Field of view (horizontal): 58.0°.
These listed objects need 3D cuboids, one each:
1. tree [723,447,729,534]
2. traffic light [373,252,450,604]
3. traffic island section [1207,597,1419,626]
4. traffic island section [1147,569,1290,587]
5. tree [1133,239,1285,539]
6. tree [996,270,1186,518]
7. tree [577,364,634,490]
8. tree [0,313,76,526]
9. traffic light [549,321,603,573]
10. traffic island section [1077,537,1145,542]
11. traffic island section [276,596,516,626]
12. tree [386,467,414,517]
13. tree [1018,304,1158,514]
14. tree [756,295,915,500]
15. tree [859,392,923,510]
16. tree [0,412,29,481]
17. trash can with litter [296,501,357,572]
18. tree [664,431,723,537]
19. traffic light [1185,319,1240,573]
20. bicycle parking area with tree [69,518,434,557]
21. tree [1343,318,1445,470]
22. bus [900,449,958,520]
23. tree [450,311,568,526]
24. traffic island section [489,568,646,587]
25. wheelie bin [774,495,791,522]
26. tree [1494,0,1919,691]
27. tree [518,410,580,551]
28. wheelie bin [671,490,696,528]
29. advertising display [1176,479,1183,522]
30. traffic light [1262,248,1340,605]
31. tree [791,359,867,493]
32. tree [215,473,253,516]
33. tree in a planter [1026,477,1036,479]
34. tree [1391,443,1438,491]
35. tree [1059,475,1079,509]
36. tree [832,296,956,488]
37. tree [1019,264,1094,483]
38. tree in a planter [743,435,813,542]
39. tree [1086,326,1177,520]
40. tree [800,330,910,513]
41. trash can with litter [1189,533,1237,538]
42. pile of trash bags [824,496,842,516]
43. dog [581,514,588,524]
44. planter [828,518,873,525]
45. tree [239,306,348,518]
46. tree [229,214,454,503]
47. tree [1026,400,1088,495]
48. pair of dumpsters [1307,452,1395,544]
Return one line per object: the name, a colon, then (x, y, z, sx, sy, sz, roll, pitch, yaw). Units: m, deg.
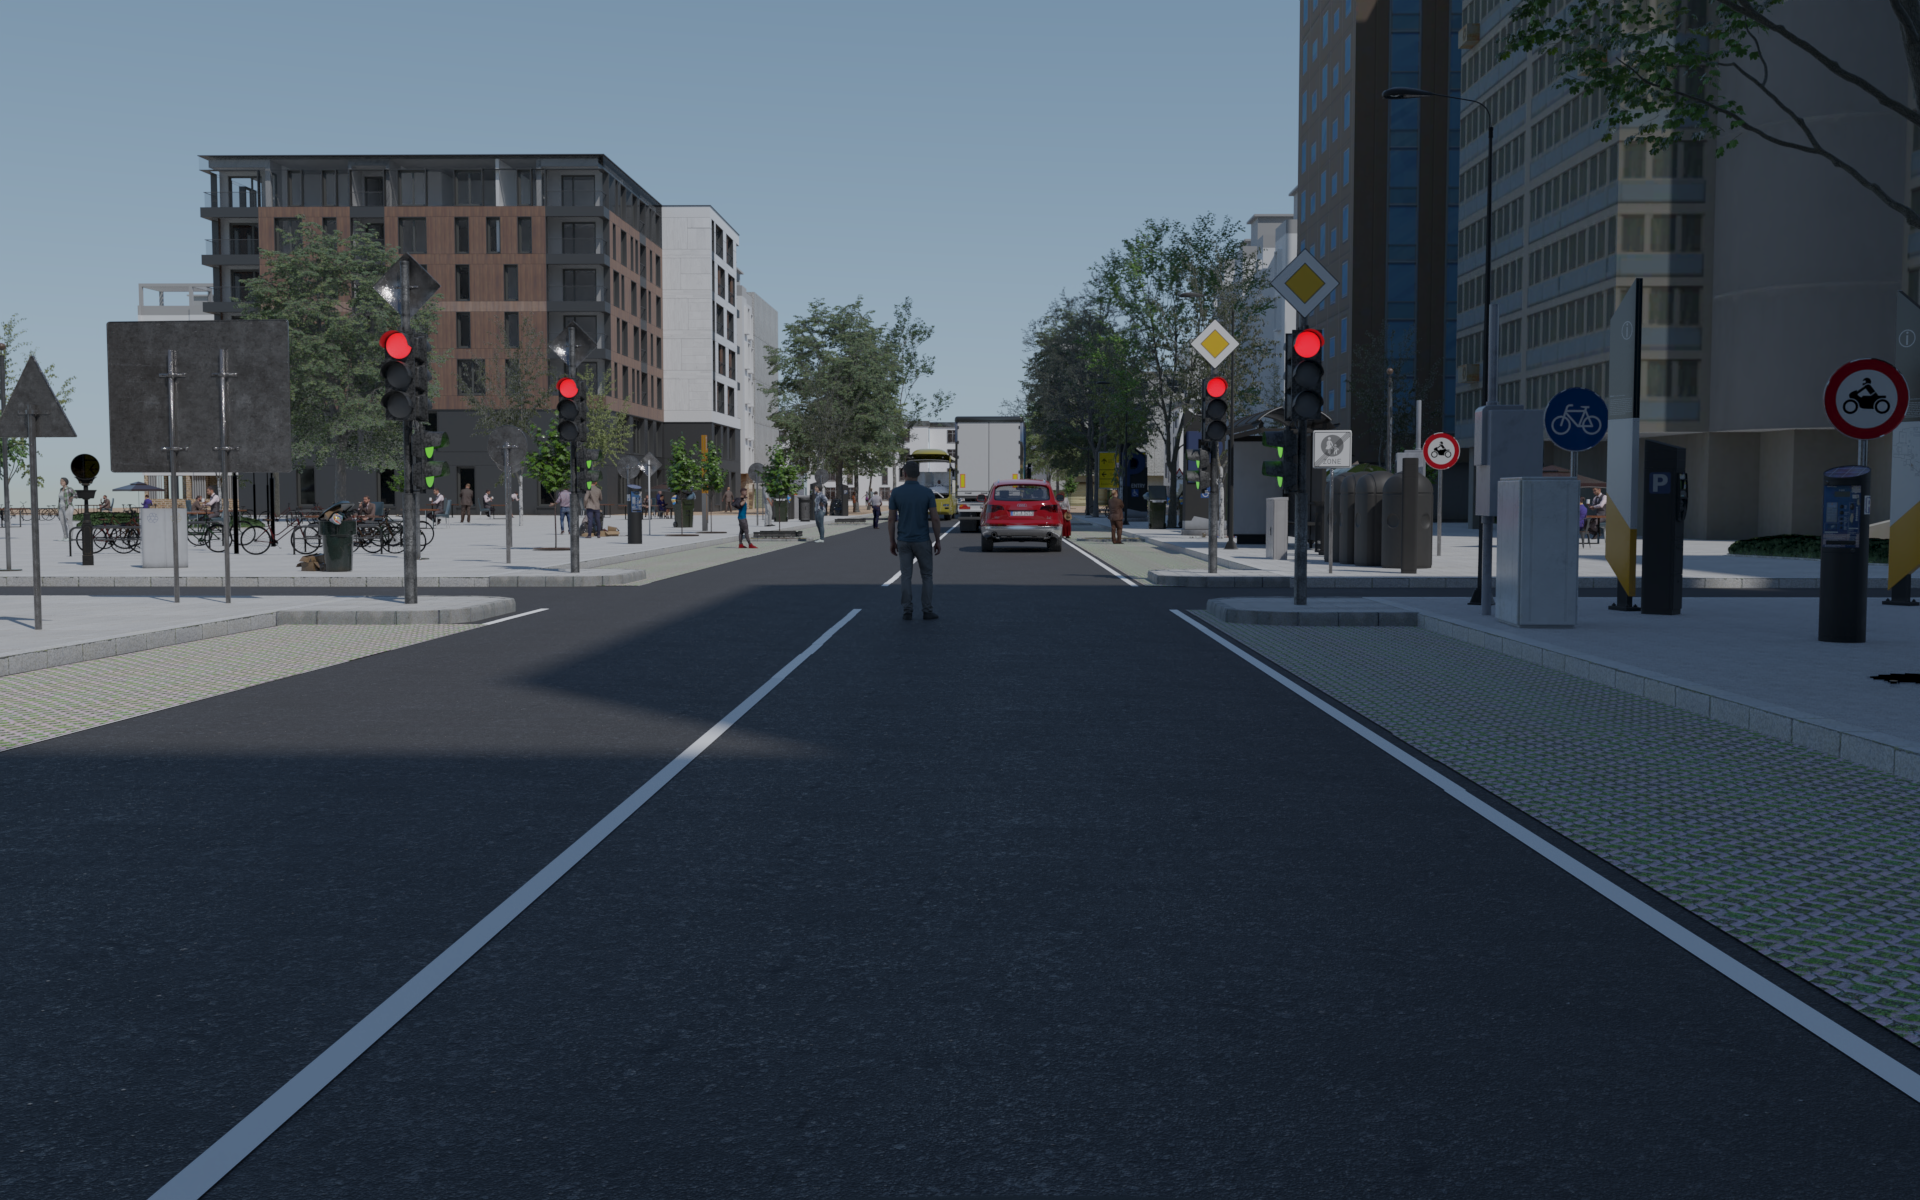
tree: (-8.070, -3.793, 56.610, 1.663, 3.219, 1.824, 0, 3, 0)
traffic light: (-6.410, -1.911, 20.158, 0.839, 4.253, 0.868, 0, 4, 1)
traffic island section: (3.970, 0.134, 20.097, 2.009, 0.180, 2.903, 0, 4, 1)
traffic island section: (4.117, -0.355, 28.081, 2.009, 0.180, 2.903, 0, 4, 1)
tree: (7.299, -6.046, 49.214, 4.360, 8.622, 3.978, 0, 3, 0)
tree: (7.514, -11.252, 94.336, 12.009, 13.543, 11.850, 0, 3, 0)
tree: (-20.802, -9.093, 99.030, 4.737, 8.622, 4.395, 0, 3, 0)
tree: (-38.136, -7.290, 69.559, 4.737, 8.622, 4.395, 0, 3, 0)
traffic light: (-6.263, -2.399, 28.142, 0.839, 4.253, 0.868, 0, 4, 1)
traffic island section: (4.569, -1.831, 52.799, 1.991, 0.108, 1.994, 0, 4, 1)
traffic island section: (-6.450, 0.122, 20.293, 2.009, 0.180, 2.903, 0, 4, 1)
tree: (-31.378, -6.332, 98.127, 1.663, 3.219, 1.824, 0, 3, 0)
tree: (8.632, -12.677, 113.918, 9.857, 13.997, 8.962, 0, 3, 0)
tree: (-7.794, -12.431, 109.906, 9.857, 13.997, 8.962, 0, 3, 0)
tree: (-7.040, -12.483, 138.501, 7.601, 10.594, 8.767, 2, 4, 24)
tree: (-27.664, -3.921, 47.819, 4.285, 4.588, 4.351, 0, 3, 0)
trash can with litter: (-10.529, -1.057, 28.674, 1.055, 1.170, 0.624, 1, 4, 20)
tree: (-8.491, -3.545, 52.558, 1.663, 3.219, 1.824, 0, 3, 0)
traffic light: (4.077, -2.388, 27.968, 0.839, 4.253, 0.868, 0, 4, 1)
bicycle parking area with tree: (-15.944, -3.210, 39.490, 9.016, 4.147, 8.231, 0, 4, 0)
tree: (18.272, -7.527, 73.436, 4.360, 8.622, 3.978, 0, 3, 0)
bus: (-1.549, -6.484, 97.566, 2.896, 3.916, 12.252, 0, 4, 2)
tree: (-17.835, -7.267, 69.184, 4.360, 8.622, 3.978, 0, 3, 0)
traffic island section: (-6.302, -0.367, 28.277, 2.009, 0.180, 2.903, 0, 4, 1)
wheelie bin: (-8.231, -4.380, 79.519, 0.980, 1.594, 0.693, 0, 4, 2)
tree: (6.851, -5.237, 11.386, 9.928, 11.665, 9.643, 0, 3, 0)
tree: (-9.111, -2.742, 39.440, 1.663, 3.219, 1.824, 0, 3, 0)
wheelie bin: (-10.514, -3.560, 66.109, 0.980, 1.594, 0.693, -3, 5, -43)
advertising display: (9.288, -4.106, 72.350, 0.123, 1.923, 0.974, -2, 4, -29)
traffic light: (3.930, -1.900, 19.984, 0.839, 4.253, 0.868, 0, 4, 1)
tree: (-7.367, -8.851, 95.076, 4.360, 8.622, 3.978, 0, 3, 0)
tree: (-37.058, -8.325, 86.483, 4.360, 8.622, 3.978, 0, 3, 0)
tree in a planter: (6.514, -9.842, 158.138, 1.991, 3.239, 1.994, 0, 4, 1)
tree: (15.463, -3.895, 58.281, 1.663, 3.219, 1.824, 0, 3, 0)
tree: (9.663, -9.538, 150.554, 1.663, 3.219, 1.824, 0, 3, 0)
tree: (-6.690, -19.097, 168.126, 12.611, 20.169, 13.585, 0, 3, 0)
tree: (7.950, -8.487, 64.517, 9.928, 11.665, 9.643, 0, 3, 0)
tree in a planter: (-5.519, -3.401, 52.822, 1.991, 3.239, 1.994, 0, 4, 1)
tree: (7.384, -7.749, 77.055, 4.737, 8.622, 4.395, 0, 3, 0)
tree: (-7.178, -12.314, 119.466, 7.486, 12.596, 7.792, 0, 3, 0)
trash can with litter: (7.816, -2.444, 51.020, 2.233, 1.210, 1.678, 0, 4, -5)
pile of trash bags: (-8.405, -5.633, 101.855, 3.447, 1.369, 1.912, 0, 4, -3)
dog: (-14.505, -3.227, 67.139, 0.800, 0.831, 0.513, 1, 4, 19)
planter: (-5.024, -3.591, 79.850, 1.991, 0.319, 1.994, 0, 4, 1)
tree: (-37.181, -10.294, 94.061, 9.928, 11.665, 9.643, 0, 3, 0)
tree: (-28.699, -10.619, 80.280, 9.857, 13.997, 8.962, 0, 3, 0)
tree: (9.379, -15.354, 169.172, 7.486, 12.596, 7.792, 0, 3, 0)
pair of dumpsters: (9.413, -2.408, 41.869, 1.574, 2.255, 4.437, 0, 4, 1)
